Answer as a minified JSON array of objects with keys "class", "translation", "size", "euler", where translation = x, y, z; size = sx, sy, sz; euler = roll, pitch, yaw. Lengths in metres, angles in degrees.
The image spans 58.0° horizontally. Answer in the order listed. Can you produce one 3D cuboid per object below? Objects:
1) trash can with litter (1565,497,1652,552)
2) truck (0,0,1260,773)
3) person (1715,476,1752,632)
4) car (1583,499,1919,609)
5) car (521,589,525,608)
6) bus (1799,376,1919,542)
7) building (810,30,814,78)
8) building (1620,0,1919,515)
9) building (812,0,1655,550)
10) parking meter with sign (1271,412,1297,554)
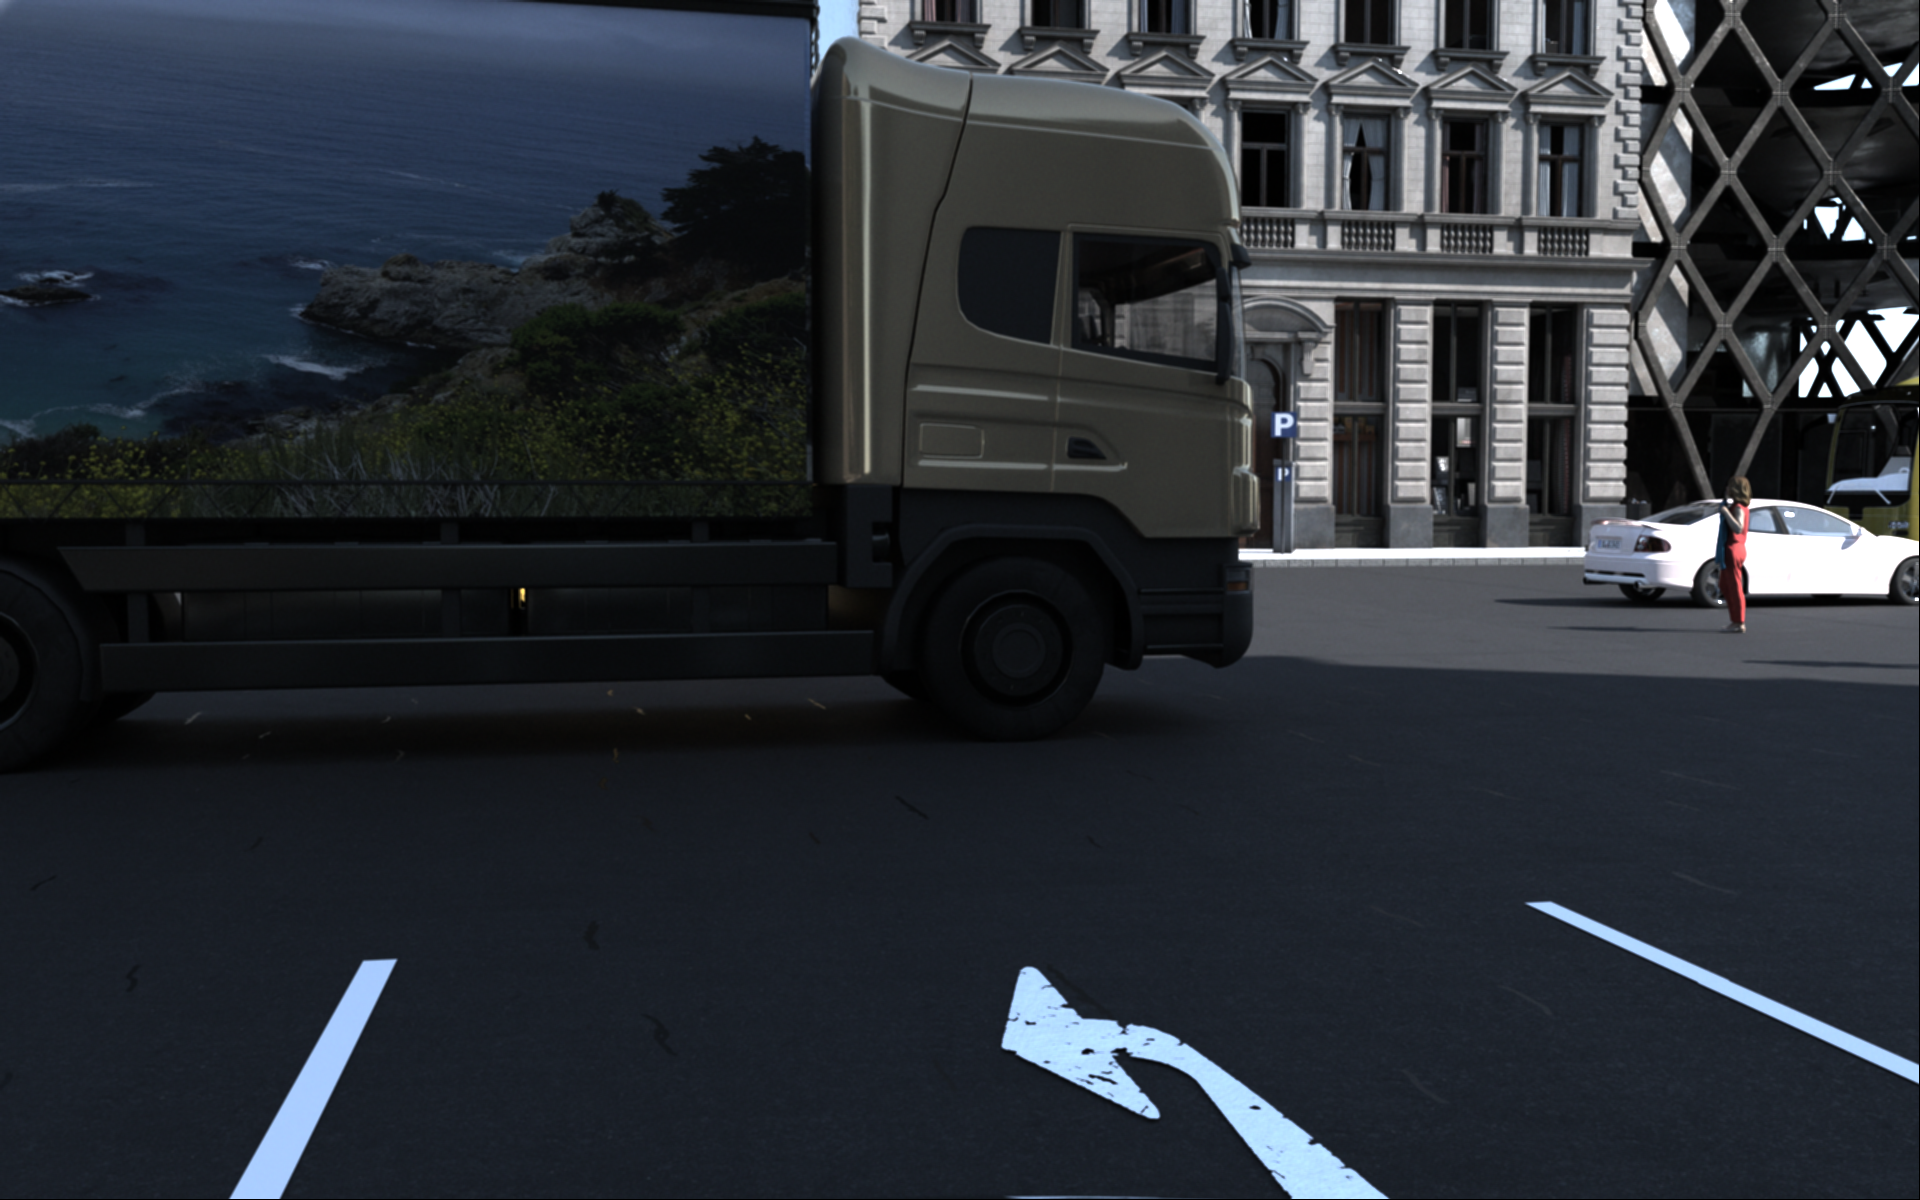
[{"class":"trash can with litter","translation":[14.610,-1.670,38.356],"size":[2.233,1.210,1.678],"euler":[1,4,22]},{"class":"truck","translation":[-3.249,-1.303,10.222],"size":[11.283,4.237,2.839],"euler":[-1,4,-13]},{"class":"person","translation":[7.985,-0.473,17.942],"size":[0.593,1.614,0.444],"euler":[-3,5,-39]},{"class":"car","translation":[10.653,-0.637,22.776],"size":[4.827,1.381,2.083],"euler":[-1,4,-11]},{"class":"car","translation":[-2.813,-0.311,15.305],"size":[3.980,1.641,2.015],"euler":[-1,4,-9]},{"class":"bus","translation":[23.520,-2.693,35.578],"size":[12.252,3.916,2.896],"euler":[-1,4,-12]},{"class":"building","translation":[-7.740,-30.775,153.282],"size":[14.600,45.320,14.200],"euler":[-1,4,-11]},{"class":"building","translation":[23.939,-11.218,50.867],"size":[16.811,18.784,16.820],"euler":[-1,4,-11]},{"class":"building","translation":[6.061,-13.150,43.882],"size":[19.941,23.489,11.050],"euler":[-1,4,-11]},{"class":"parking meter with sign","translation":[7.056,-2.528,37.586],"size":[0.543,3.016,1.738],"euler":[1,4,13]}]
